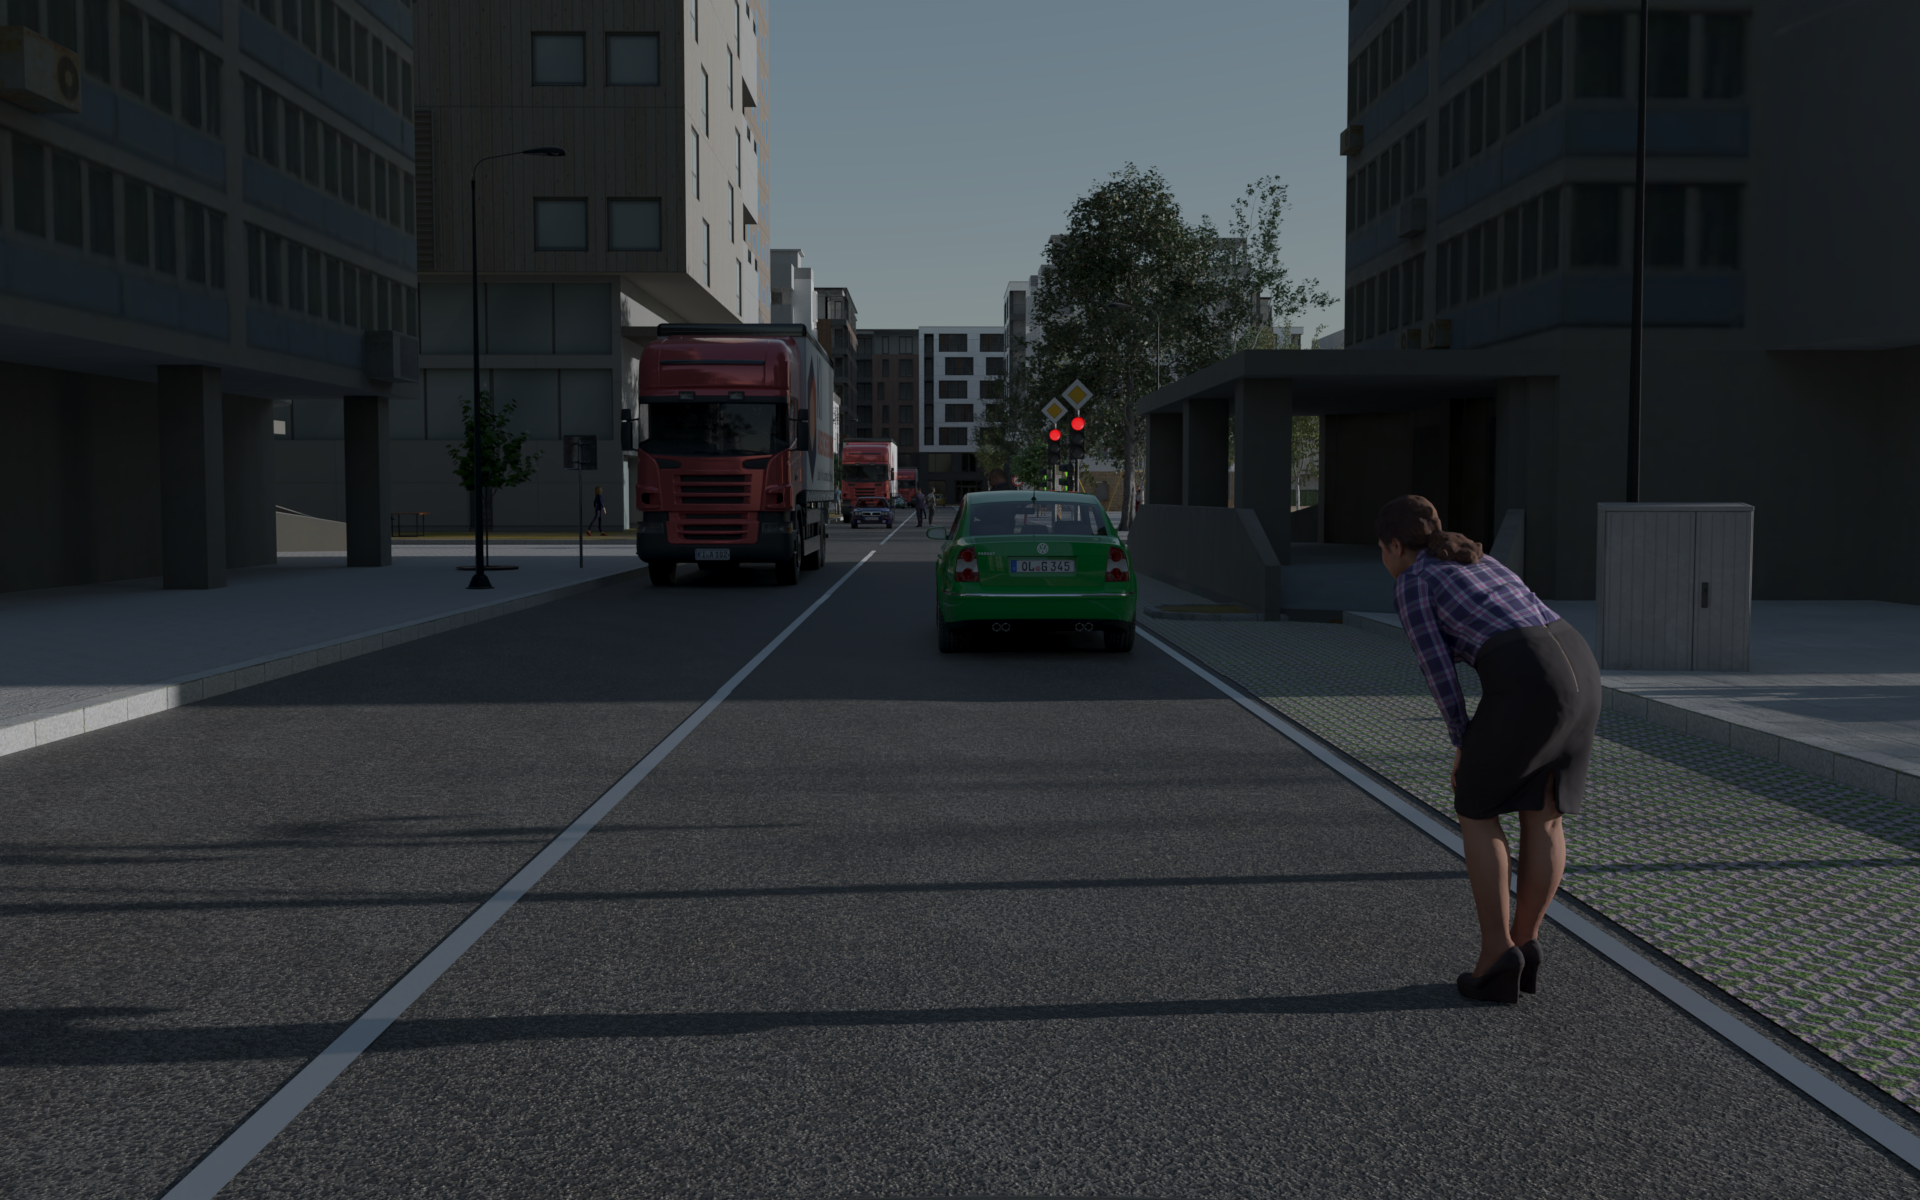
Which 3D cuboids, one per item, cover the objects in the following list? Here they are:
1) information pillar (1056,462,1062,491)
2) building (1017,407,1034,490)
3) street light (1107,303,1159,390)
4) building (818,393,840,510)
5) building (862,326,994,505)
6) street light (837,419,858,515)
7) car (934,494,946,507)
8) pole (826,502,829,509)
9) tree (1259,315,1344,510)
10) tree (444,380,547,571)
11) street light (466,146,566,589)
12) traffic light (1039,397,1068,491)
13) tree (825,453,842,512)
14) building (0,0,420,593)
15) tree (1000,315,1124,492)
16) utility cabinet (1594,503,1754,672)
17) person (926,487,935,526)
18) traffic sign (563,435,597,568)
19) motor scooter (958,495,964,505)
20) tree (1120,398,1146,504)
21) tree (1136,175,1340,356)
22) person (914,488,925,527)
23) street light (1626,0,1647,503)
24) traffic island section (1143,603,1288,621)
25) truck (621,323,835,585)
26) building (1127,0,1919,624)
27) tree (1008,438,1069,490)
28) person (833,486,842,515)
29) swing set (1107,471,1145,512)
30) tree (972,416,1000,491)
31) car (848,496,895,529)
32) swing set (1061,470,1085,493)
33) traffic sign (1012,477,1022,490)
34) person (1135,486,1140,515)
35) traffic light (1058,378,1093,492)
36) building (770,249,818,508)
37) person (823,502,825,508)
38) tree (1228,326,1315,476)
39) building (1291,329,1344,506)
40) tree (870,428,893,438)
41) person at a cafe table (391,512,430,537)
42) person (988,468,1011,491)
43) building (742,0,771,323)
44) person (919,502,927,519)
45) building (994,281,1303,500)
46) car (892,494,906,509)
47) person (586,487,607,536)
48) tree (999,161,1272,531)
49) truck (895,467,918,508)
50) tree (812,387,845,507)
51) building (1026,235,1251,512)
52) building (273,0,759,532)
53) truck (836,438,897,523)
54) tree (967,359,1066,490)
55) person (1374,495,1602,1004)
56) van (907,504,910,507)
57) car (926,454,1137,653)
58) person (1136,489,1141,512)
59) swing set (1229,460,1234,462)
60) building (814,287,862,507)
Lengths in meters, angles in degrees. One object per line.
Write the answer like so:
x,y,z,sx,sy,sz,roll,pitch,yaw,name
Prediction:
4.205,-5.096,74.676,0.183,3.616,0.504,3,5,42,information pillar
10.082,-12.861,152.432,9.099,9.664,28.070,0,4,-1,building
4.268,-4.263,42.244,1.470,5.913,1.316,0,4,-1,street light
-15.039,-12.839,152.060,9.099,9.664,28.070,0,4,-1,building
-7.396,-23.298,224.891,32.646,21.610,27.936,0,4,-1,building
-7.063,-8.276,107.852,1.470,5.913,1.316,0,4,-1,street light
-2.531,-11.347,195.749,2.015,1.641,3.980,0,4,-1,car
-7.187,-6.119,93.888,0.158,3.312,0.155,0,3,0,pole
13.789,-7.355,70.611,4.737,8.622,4.395,0,3,0,tree
-8.084,-2.117,29.221,1.663,3.219,1.824,0,3,0,tree
-5.959,-3.104,23.285,1.470,5.913,1.316,0,4,-1,street light
2.714,-3.749,50.220,0.839,4.253,0.868,0,4,-1,traffic light
-8.244,-8.686,125.725,4.285,4.588,4.351,0,3,0,tree
-21.319,-20.312,23.982,23.993,40.220,32.217,0,4,-1,building
4.879,-7.385,71.110,4.737,8.622,4.395,0,3,0,tree
5.206,-0.091,12.651,1.020,1.237,0.306,1,4,9,utility cabinet
-1.290,-4.168,77.366,0.376,1.734,0.841,0,4,-8,person
-6.570,-1.704,29.986,0.606,2.300,0.079,0,4,7,traffic sign
0.243,-10.487,184.231,0.815,1.314,1.986,0,4,0,motor scooter
11.896,-10.504,122.101,4.360,8.622,3.978,0,3,0,tree
16.354,-15.060,102.127,12.611,20.169,13.585,0,3,0,tree
-1.752,-4.021,75.158,0.541,1.710,0.530,-2,4,-30,person
4.774,-2.510,13.581,1.470,5.913,1.316,0,4,-1,street light
3.193,0.153,20.365,1.991,0.108,1.994,0,4,-1,traffic island section
-3.775,-2.558,30.732,2.839,4.237,11.283,0,4,-1,truck
19.412,-20.392,25.286,32.217,40.220,23.993,0,4,-1,building
4.292,-6.729,93.733,4.285,4.588,4.351,0,3,0,tree
-7.557,-6.141,106.582,0.598,1.807,0.434,0,3,0,person
11.949,-7.279,116.638,2.862,2.851,3.119,3,5,44,swing set
3.165,-11.984,146.293,4.737,8.622,4.395,0,3,0,tree
-3.709,-3.688,72.872,1.945,1.354,3.894,0,4,-2,car
6.586,-6.633,106.070,2.862,2.851,3.119,1,4,18,swing set
3.791,-6.888,112.727,0.768,2.556,0.104,1,4,9,traffic sign
9.441,-5.186,91.761,0.541,1.710,0.530,3,5,39,person
2.832,-3.261,42.236,0.839,4.253,0.868,0,4,-1,traffic light
-18.775,-16.832,131.619,16.016,20.091,11.380,0,4,-1,building
-9.960,-7.478,128.408,0.705,1.812,1.348,3,5,43,person
20.175,-12.185,117.347,7.486,12.596,7.792,0,3,0,tree
49.289,-19.974,193.029,31.486,18.905,16.747,0,4,-1,building
-8.959,-14.613,189.280,4.360,8.622,3.978,0,3,0,tree
-16.918,-2.509,51.891,1.726,1.238,1.698,0,4,-7,person at a cafe table
0.369,-0.671,20.158,0.600,1.739,0.565,0,4,7,person
-18.686,-27.568,100.845,14.600,45.320,14.200,0,4,-1,building
-2.232,-5.446,99.754,0.590,1.554,0.614,1,4,14,person
18.445,-20.735,182.994,27.936,21.610,32.646,0,4,-1,building
-6.203,-9.393,165.376,2.131,1.459,4.920,0,4,-3,car
-11.142,-2.722,53.092,0.613,1.512,0.480,-3,4,-39,person
5.965,-8.750,60.073,9.611,12.733,9.660,0,3,0,tree
-5.693,-11.744,180.927,2.839,4.237,11.283,0,4,0,truck
-8.992,-9.265,101.853,4.360,8.622,3.978,0,3,0,tree
13.136,-16.868,132.212,16.016,20.091,11.380,0,4,-1,building
-22.688,-29.363,69.318,28.713,52.752,27.495,0,4,-1,building
-4.637,-6.126,89.074,2.839,4.237,11.283,0,4,0,truck
4.242,-11.235,118.107,8.767,10.594,7.601,1,4,21,tree
1.483,0.413,4.988,0.421,1.427,0.697,-3,4,-38,person
-6.702,-11.874,198.524,2.240,2.365,5.245,0,4,-3,van
0.650,-0.503,17.024,1.959,1.807,4.718,0,4,-1,car
8.866,-4.699,85.339,0.387,1.526,0.523,-2,4,-28,person
13.251,-5.039,80.002,3.119,2.851,2.862,1,4,21,swing set
-27.657,-20.858,185.004,32.646,21.610,27.936,0,4,-1,building
